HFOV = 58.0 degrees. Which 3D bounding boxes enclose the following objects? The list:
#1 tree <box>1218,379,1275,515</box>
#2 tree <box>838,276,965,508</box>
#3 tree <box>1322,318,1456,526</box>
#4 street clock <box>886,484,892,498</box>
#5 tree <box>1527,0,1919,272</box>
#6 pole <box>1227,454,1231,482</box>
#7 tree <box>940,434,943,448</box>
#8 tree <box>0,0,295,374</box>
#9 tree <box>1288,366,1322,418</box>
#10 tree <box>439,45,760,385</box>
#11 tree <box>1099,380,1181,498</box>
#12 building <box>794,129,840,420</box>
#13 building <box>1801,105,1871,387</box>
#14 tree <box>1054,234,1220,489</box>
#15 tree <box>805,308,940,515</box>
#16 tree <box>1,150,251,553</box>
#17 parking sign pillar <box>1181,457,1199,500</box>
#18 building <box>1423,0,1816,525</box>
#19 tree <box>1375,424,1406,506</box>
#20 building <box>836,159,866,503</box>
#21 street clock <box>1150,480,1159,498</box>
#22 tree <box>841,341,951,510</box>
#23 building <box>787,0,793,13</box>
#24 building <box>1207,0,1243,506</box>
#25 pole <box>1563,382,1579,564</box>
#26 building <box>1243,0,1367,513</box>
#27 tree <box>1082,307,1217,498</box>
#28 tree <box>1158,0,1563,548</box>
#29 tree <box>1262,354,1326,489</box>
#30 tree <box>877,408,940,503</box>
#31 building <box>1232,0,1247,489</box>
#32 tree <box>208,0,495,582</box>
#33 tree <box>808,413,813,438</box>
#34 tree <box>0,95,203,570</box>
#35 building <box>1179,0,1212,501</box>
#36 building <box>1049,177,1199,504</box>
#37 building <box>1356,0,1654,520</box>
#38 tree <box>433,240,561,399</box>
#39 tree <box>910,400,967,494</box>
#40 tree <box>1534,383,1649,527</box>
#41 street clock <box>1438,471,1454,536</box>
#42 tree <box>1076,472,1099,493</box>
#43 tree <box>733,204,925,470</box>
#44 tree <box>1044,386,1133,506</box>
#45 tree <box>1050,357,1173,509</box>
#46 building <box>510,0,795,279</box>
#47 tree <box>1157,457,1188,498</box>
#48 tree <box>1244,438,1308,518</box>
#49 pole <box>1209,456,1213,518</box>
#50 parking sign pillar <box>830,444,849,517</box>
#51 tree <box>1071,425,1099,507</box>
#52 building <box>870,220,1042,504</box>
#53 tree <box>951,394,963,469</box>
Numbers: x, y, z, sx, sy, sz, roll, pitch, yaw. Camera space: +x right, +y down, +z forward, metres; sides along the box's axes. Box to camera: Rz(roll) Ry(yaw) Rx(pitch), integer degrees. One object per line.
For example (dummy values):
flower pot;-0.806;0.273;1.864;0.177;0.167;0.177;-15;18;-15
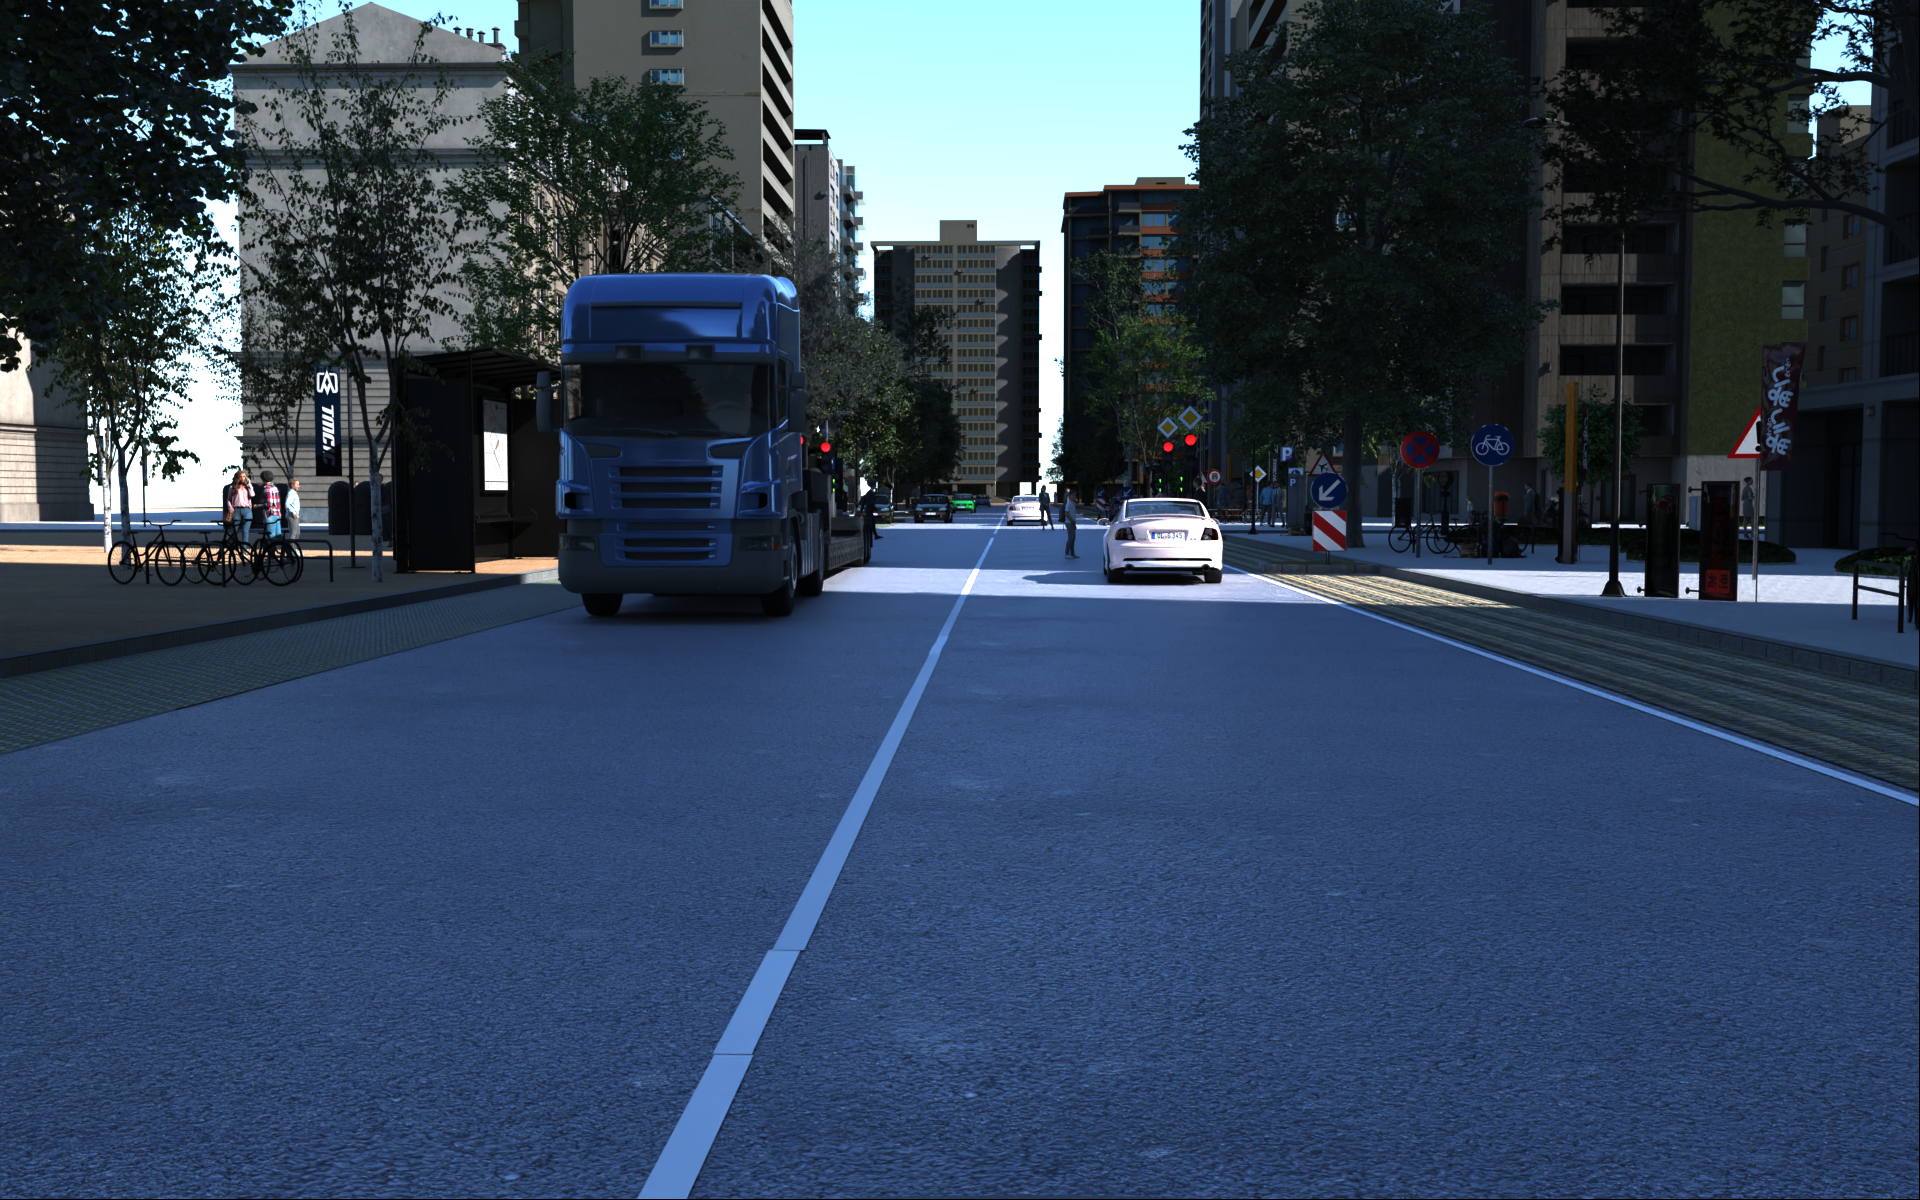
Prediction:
tree;18.173;-9.589;107.138;4.737;8.622;4.395;0;3;0
tree;-5.667;-18.217;153.730;12.611;20.169;13.585;0;3;0
tree;17.499;-7.260;69.070;4.737;8.622;4.395;0;3;0
street clock;-4.963;-7.158;121.605;0.358;2.002;0.471;-2;4;-28
tree;7.823;-4.854;13.771;8.767;10.594;7.601;-3;5;-39
pole;13.733;-5.784;88.410;0.158;3.312;0.155;0;3;0
tree;-3.698;-13.912;177.826;4.737;8.622;4.395;0;3;0
tree;-8.971;-6.431;11.800;9.857;13.997;8.962;0;3;0
tree;17.319;-7.684;75.990;4.737;8.622;4.395;0;3;0
tree;-8.313;-7.042;40.891;9.928;11.665;9.643;0;3;0
tree;11.973;-9.636;107.916;4.737;8.622;4.395;0;3;0
building;-20.893;-31.355;196.252;14.086;41.232;14.154;0;4;2
building;58.090;-14.808;87.149;28.899;21.520;27.650;0;4;2
tree;13.019;-16.415;124.275;12.611;20.169;13.585;0;3;0
tree;-6.361;-11.652;107.517;9.611;12.733;9.660;0;3;0
tree;-18.432;-5.330;37.502;4.360;8.622;3.978;0;3;0
parking sign pillar;12.231;-6.341;92.140;1.447;3.967;1.447;-1;4;-19
building;28.297;-18.743;78.157;14.107;30.474;14.160;0;4;2
tree;23.396;-8.621;91.320;4.360;8.622;3.978;0;3;0
building;-28.443;-38.253;245.040;30.456;49.044;23.786;0;4;2
street clock;10.396;-5.368;92.330;0.471;2.002;0.358;-1;4;-13
tree;-5.522;-14.182;138.532;9.857;13.997;8.962;0;3;0
building;-24.924;-44.774;170.302;20.563;71.187;20.611;0;4;2
building;34.708;-38.209;166.714;21.231;58.520;28.212;0;4;2
pole;11.157;-2.311;31.634;0.158;3.312;0.155;0;3;0
building;32.829;-30.710;125.816;21.300;48.544;21.600;0;4;2
tree;10.598;-10.507;97.551;9.928;11.665;9.643;0;3;0
tree;9.457;-8.241;41.391;9.857;13.997;8.962;0;3;0
tree;17.239;-8.413;87.922;4.360;8.622;3.978;0;3;0
tree;-4.858;-10.698;125.279;4.737;8.622;4.395;0;3;0
building;30.911;-30.333;146.059;14.600;45.320;14.200;0;4;2
tree;-8.551;-4.550;24.757;4.360;8.622;3.978;0;3;0
tree;-11.205;-10.827;127.385;4.360;8.622;3.978;0;3;0
tree;-14.199;-4.808;28.981;4.737;8.622;4.395;0;3;0
building;35.414;-46.020;190.683;20.563;71.187;20.611;0;4;2
building;27.019;-35.918;241.887;28.867;44.769;22.147;0;4;2
building;30.104;-20.118;100.634;14.160;30.474;14.107;0;4;2
tree;-13.039;-6.044;49.189;4.737;8.622;4.395;0;3;0
tree;-2.901;-17.511;204.430;7.486;12.596;7.792;0;3;0
tree;18.628;-4.131;51.262;4.285;4.588;4.351;0;3;0
street clock;15.001;-2.994;53.524;0.358;2.002;0.471;-1;4;-23
tree;14.778;-13.171;199.057;4.285;4.588;4.351;0;3;0
tree;-6.787;-10.027;74.307;12.009;13.543;11.850;0;3;0
tree;13.610;-16.256;182.788;9.611;12.733;9.660;0;3;0
tree;13.505;-14.743;151.410;12.009;13.543;11.850;0;3;0
building;-26.192;-32.159;149.498;21.300;48.544;21.600;0;4;2
tree;10.927;-5.799;89.410;1.663;3.219;1.824;0;3;0
tree;17.183;-6.749;94.063;4.285;4.588;4.351;0;3;0
pole;13.541;-6.090;93.414;0.158;3.312;0.155;0;3;0
parking sign pillar;-6.666;-6.394;93.008;1.447;3.967;1.447;-1;4;-18
tree;13.556;-13.711;174.539;4.737;8.622;4.395;0;3;0
building;-0.267;-34.033;248.316;23.993;40.220;32.217;0;4;2
tree;-4.191;-17.074;185.819;9.857;13.997;8.962;0;3;0
